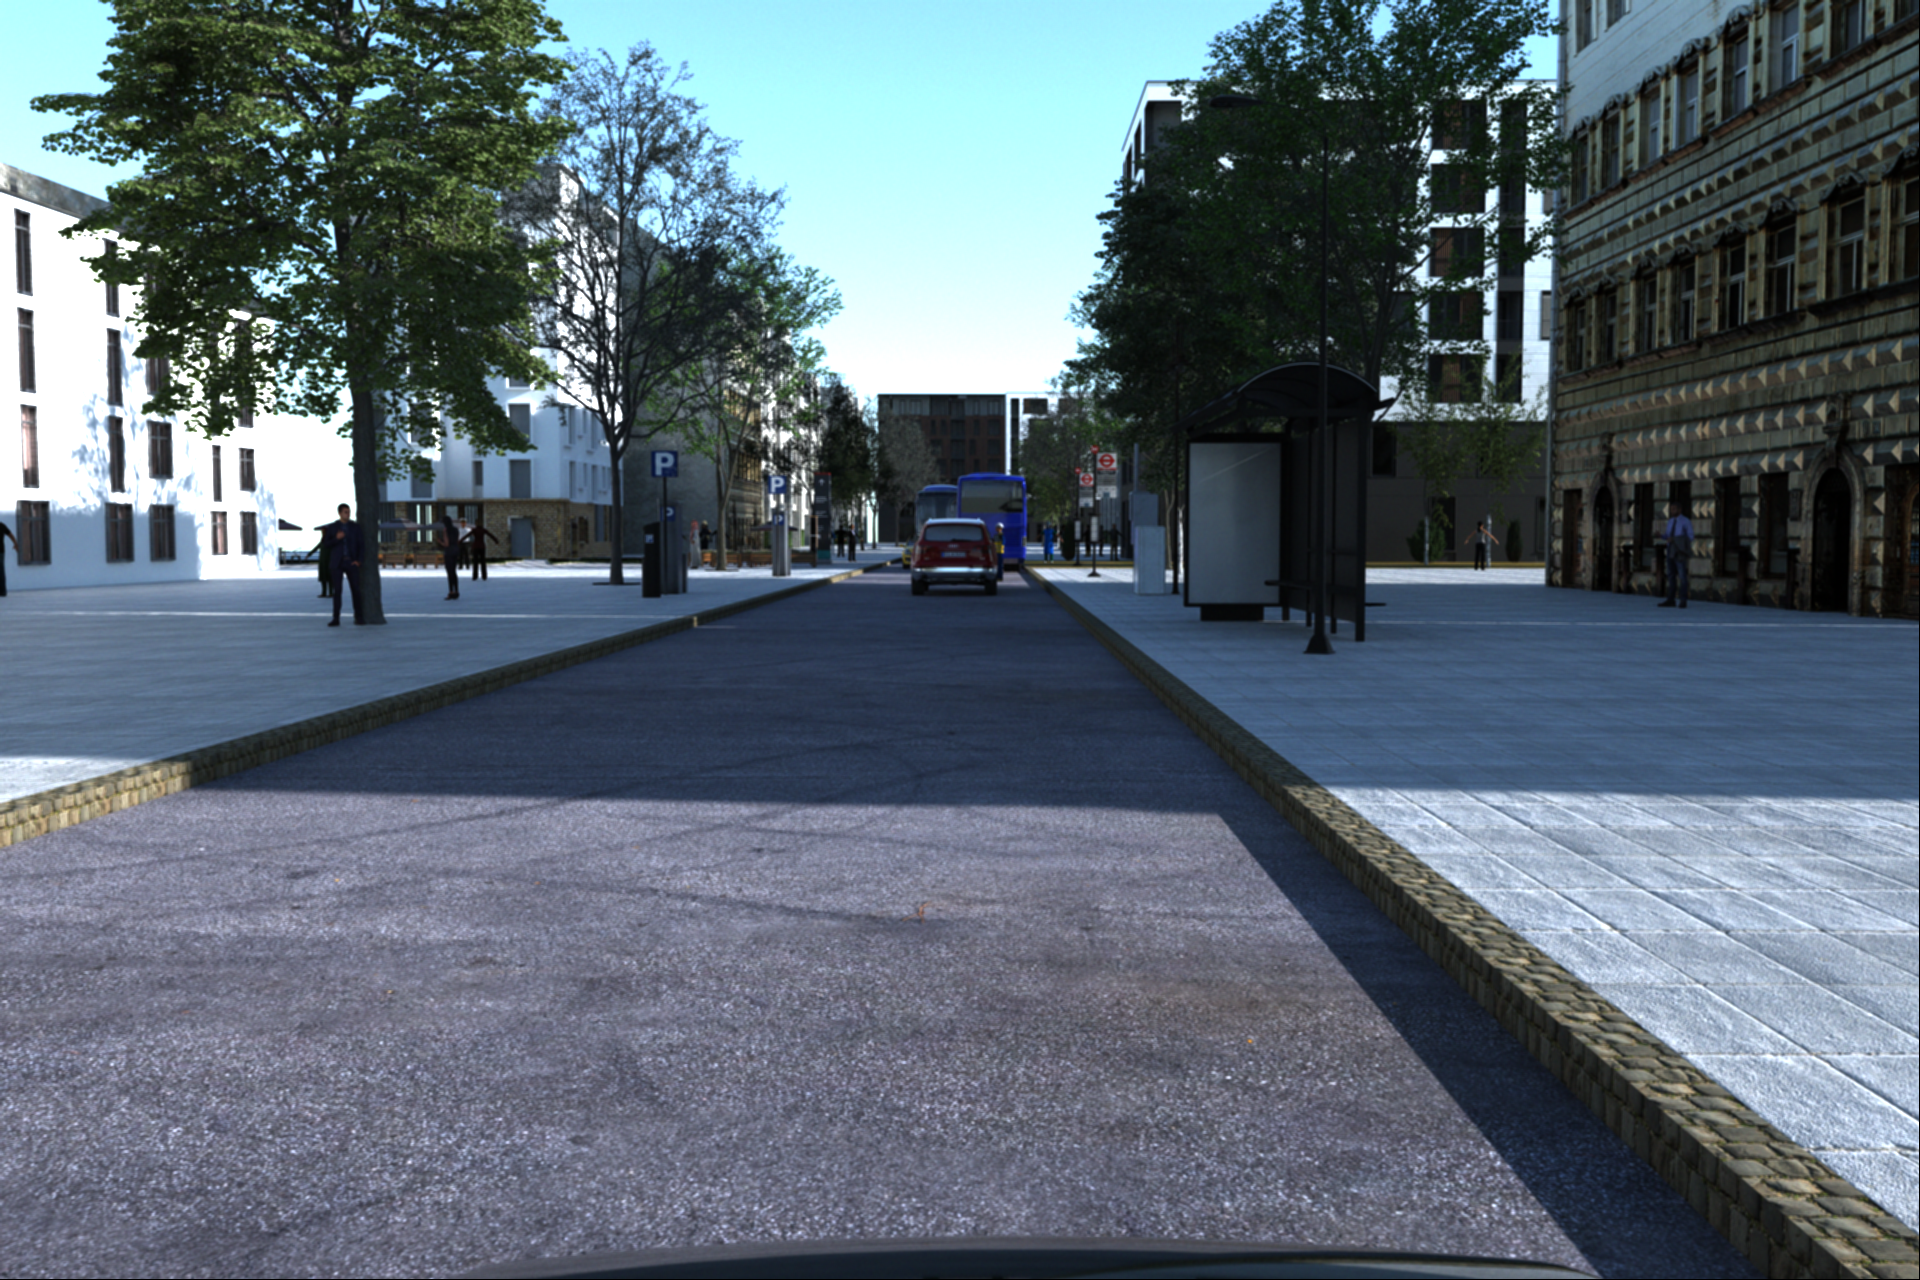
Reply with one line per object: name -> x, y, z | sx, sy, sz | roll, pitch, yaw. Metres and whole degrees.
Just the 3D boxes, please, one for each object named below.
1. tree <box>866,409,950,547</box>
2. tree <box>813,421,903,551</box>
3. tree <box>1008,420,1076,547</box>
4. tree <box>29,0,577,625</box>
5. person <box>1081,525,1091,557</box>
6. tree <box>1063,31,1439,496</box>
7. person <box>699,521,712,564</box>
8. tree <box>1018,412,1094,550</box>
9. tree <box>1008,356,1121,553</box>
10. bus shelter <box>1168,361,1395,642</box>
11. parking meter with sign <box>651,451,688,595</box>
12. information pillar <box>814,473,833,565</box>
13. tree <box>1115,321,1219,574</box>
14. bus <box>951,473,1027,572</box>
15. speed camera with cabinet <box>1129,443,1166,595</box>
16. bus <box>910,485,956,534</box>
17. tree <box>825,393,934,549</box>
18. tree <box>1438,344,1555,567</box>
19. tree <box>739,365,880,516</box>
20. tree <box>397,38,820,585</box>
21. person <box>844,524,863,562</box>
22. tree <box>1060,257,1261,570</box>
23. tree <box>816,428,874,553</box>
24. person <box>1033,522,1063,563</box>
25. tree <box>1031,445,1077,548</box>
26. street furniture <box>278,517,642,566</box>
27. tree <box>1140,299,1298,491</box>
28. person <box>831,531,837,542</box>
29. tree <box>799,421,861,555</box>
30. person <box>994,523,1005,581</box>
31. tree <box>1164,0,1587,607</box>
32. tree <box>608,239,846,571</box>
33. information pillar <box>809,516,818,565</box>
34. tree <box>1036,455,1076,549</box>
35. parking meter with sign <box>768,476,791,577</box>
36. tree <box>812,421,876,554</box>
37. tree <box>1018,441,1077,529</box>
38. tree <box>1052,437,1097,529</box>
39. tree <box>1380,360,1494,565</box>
tree -> -6.060, -15.803, 168.747 | 12.009, 13.543, 11.850 | 0, 3, 0
tree -> -7.810, -12.128, 132.697 | 7.601, 10.594, 8.767 | 1, 4, 9
tree -> 8.282, -15.513, 171.765 | 7.486, 12.596, 7.792 | 0, 3, 0
tree -> -8.683, -6.476, 24.002 | 7.486, 12.596, 7.792 | 0, 3, 0
person -> 7.224, -5.622, 98.053 | 0.704, 1.812, 1.346 | 3, 5, 43
tree -> 7.278, -8.422, 44.350 | 9.857, 13.997, 8.962 | 0, 3, 0
person -> -11.018, -4.205, 74.524 | 0.705, 1.856, 1.354 | -3, 5, -42
tree -> 8.597, -13.344, 143.926 | 9.928, 11.665, 9.643 | 0, 3, 0
tree -> 7.849, -12.721, 118.359 | 12.009, 13.543, 11.850 | 0, 3, 0
bus shelter -> 4.077, -1.779, 23.018 | 2.014, 3.302, 5.546 | 0, 4, 0
parking meter with sign -> -6.186, -2.502, 37.167 | 0.543, 3.016, 1.738 | 0, 3, 0
information pillar -> -5.799, -5.127, 73.198 | 0.750, 3.857, 0.750 | 0, 4, 1
tree -> 7.129, -6.416, 55.260 | 4.360, 8.622, 3.978 | 0, 3, 0
bus -> 1.096, -4.717, 68.677 | 2.896, 3.916, 12.251 | 0, 4, 0
speed camera with cabinet -> 4.023, -2.615, 37.086 | 0.660, 3.252, 2.038 | 0, 4, 1
bus -> -0.894, -6.038, 90.270 | 2.896, 3.916, 12.251 | 0, 4, 1
tree -> -7.421, -14.623, 149.449 | 12.009, 13.543, 11.850 | 0, 3, 0
tree -> 20.568, -7.095, 66.370 | 4.737, 8.622, 4.395 | 0, 3, 0
tree -> -8.103, -9.712, 93.199 | 8.767, 10.594, 7.601 | 1, 4, 11
tree -> -8.632, -8.131, 43.320 | 12.009, 13.543, 11.850 | 0, 3, 0
person -> -4.934, -4.487, 80.090 | 0.721, 1.740, 1.216 | 3, 5, 42
tree -> 7.465, -8.345, 62.190 | 9.928, 11.665, 9.643 | 0, 3, 0
tree -> -7.367, -10.173, 116.691 | 4.360, 8.622, 3.978 | 0, 3, 0
person -> 3.949, -4.349, 77.233 | 1.347, 1.817, 0.704 | 1, 4, 13
tree -> 8.286, -11.409, 136.904 | 4.360, 8.622, 3.978 | 0, 3, 0
street furniture -> -26.512, -4.301, 75.345 | 27.439, 1.986, 14.083 | -1, 4, -13
tree -> 11.051, -9.466, 72.901 | 7.486, 12.596, 7.792 | 0, 3, 0
person -> -6.077, -4.428, 78.363 | 1.349, 1.833, 0.705 | -3, 5, -41
tree -> -7.727, -9.451, 104.880 | 4.360, 8.622, 3.978 | 0, 3, 0
person -> 1.102, -2.675, 52.652 | 0.721, 1.772, 1.216 | -1, 4, -18
tree -> 7.200, -6.420, 30.720 | 9.928, 11.665, 9.643 | 0, 3, 0
tree -> -8.147, -8.208, 59.953 | 9.928, 11.665, 9.643 | 0, 3, 0
information pillar -> -6.036, -4.096, 71.454 | 0.304, 2.012, 0.304 | 0, 4, 2
tree -> 8.679, -12.419, 153.412 | 4.737, 8.622, 4.395 | 0, 3, 0
parking meter with sign -> -5.427, -3.439, 52.485 | 0.543, 3.016, 1.738 | 0, 4, 1
tree -> -7.440, -9.830, 111.086 | 4.737, 8.622, 4.395 | 0, 3, 0
tree -> 8.389, -13.931, 162.184 | 8.767, 10.594, 7.601 | 2, 4, 33
tree -> 8.270, -10.934, 129.136 | 4.360, 8.622, 3.978 | 0, 3, 0
tree -> 19.674, -7.435, 71.932 | 4.737, 8.622, 4.395 | 0, 3, 0
